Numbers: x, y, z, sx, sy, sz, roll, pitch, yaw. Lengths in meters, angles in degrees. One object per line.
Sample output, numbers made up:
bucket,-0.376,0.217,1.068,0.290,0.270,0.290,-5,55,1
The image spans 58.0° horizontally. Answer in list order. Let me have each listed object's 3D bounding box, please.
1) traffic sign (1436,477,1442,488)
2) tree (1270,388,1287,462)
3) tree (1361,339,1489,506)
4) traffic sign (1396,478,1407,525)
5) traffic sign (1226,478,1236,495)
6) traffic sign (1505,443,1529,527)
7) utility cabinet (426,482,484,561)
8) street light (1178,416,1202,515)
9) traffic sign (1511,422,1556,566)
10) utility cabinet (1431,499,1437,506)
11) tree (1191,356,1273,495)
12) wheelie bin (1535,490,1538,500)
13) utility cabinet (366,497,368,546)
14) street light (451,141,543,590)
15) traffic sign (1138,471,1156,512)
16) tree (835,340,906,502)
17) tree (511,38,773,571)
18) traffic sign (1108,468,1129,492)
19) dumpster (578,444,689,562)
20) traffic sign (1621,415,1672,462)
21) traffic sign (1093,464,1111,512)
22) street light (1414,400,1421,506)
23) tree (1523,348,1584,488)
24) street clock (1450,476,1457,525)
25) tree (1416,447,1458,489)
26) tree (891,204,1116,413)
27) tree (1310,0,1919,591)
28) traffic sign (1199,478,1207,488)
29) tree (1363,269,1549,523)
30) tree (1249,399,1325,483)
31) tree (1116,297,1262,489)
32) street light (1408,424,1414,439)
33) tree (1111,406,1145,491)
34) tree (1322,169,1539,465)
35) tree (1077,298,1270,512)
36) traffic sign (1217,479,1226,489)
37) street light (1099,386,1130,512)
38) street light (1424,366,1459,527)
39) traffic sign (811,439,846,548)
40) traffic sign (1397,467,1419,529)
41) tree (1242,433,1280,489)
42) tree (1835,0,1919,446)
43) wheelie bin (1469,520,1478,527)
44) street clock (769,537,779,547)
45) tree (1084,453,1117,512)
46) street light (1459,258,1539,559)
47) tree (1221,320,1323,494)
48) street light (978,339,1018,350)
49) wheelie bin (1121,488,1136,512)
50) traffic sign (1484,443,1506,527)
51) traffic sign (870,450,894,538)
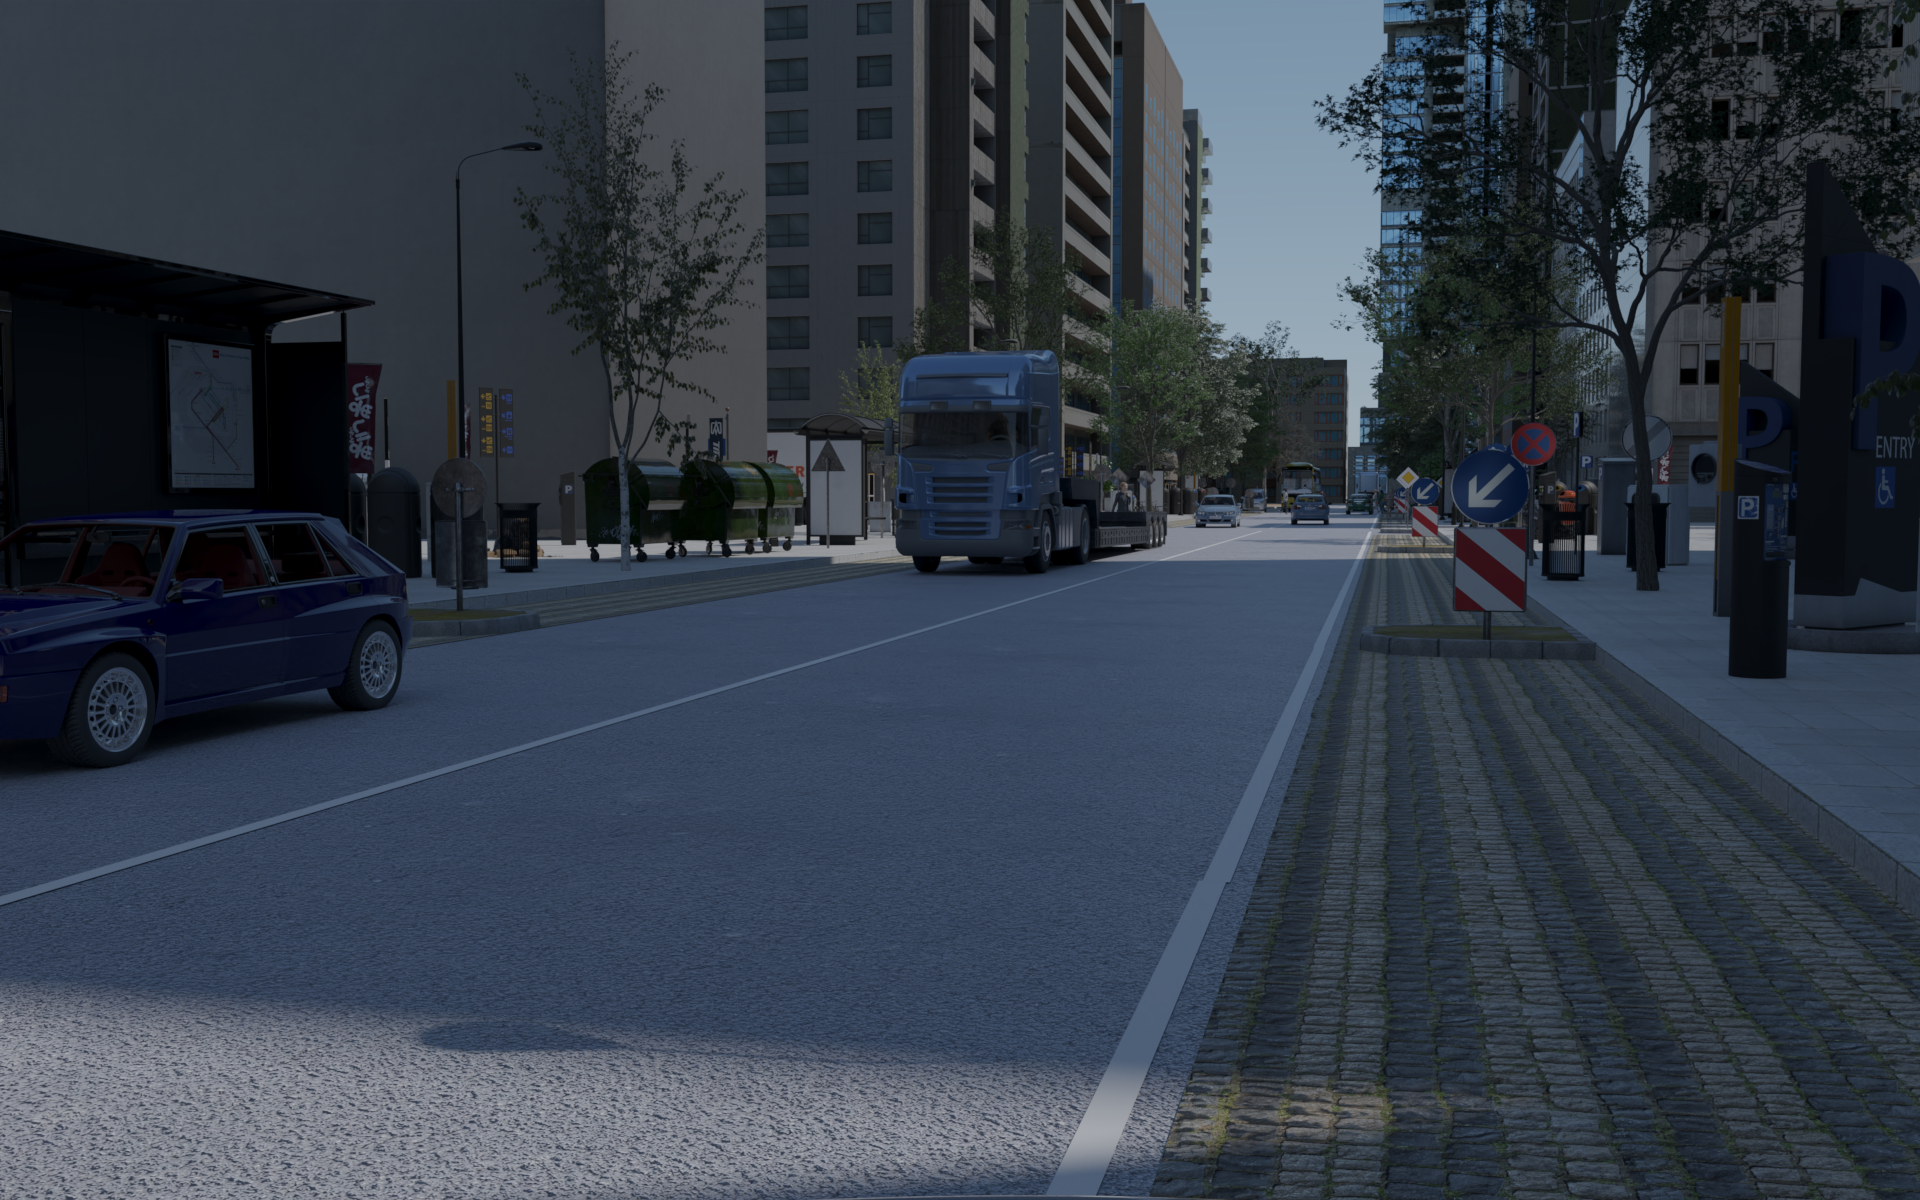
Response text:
traffic sign,31.974,-6.957,114.937,0.795,2.450,0.064,1,4,18
tree,25.448,-14.068,155.774,9.928,11.665,9.643,0,3,0
tree,35.828,-13.865,133.344,9.857,13.997,8.962,0,3,0
traffic sign,18.483,-4.169,71.810,0.795,2.450,0.064,1,4,14
traffic sign,21.625,-8.450,138.267,0.768,2.556,0.104,1,4,15
traffic sign,13.066,-2.463,40.381,0.768,2.556,0.104,2,4,23
utility cabinet,-9.477,-1.460,32.552,1.173,1.500,0.318,2,4,28
street light,13.798,-8.029,103.820,1.470,5.913,1.316,1,4,14
traffic sign,10.192,-1.879,30.829,0.768,2.556,0.104,1,4,18
utility cabinet,38.035,-7.864,139.736,1.020,1.237,0.306,1,4,22
tree,22.036,-13.760,143.103,7.486,12.596,7.792,0,3,0
wheelie bin,39.741,-6.830,119.572,0.693,1.594,0.980,0,4,5
utility cabinet,-13.621,-1.787,40.379,1.020,1.237,0.306,-2,4,-24
street light,-6.159,-3.090,23.058,1.470,5.913,1.316,1,4,14
traffic sign,8.007,-4.328,74.407,0.795,2.450,0.064,1,4,14
tree,-3.777,-8.049,81.963,4.737,8.622,4.395,0,3,0
tree,-5.459,-4.779,28.499,4.360,8.622,3.978,0,3,0
traffic sign,6.093,-3.854,66.653,0.795,2.450,0.064,1,4,14
dumpster,-6.271,-1.884,33.291,1.502,2.255,1.985,1,4,14
traffic sign,11.019,-1.697,27.857,0.768,2.556,0.104,1,4,16
traffic sign,6.072,-4.532,74.207,0.768,2.556,0.104,1,4,19
street light,23.181,-6.884,85.086,1.470,5.913,1.316,1,4,14
tree,29.231,-8.194,84.330,4.360,8.622,3.978,0,3,0
street clock,20.303,-4.072,71.152,0.358,2.002,0.471,2,4,25
tree,33.620,-8.416,121.311,4.285,4.588,4.351,0,3,0
tree,1.329,-7.488,56.836,8.767,10.594,7.601,2,4,27
tree,9.184,-5.423,23.073,8.767,10.594,7.601,0,4,1
traffic sign,18.972,-8.286,135.577,0.768,2.556,0.104,1,4,14
tree,22.231,-9.282,77.510,9.928,11.665,9.643,0,3,0
tree,40.203,-18.706,216.205,12.009,13.543,11.850,0,3,0
tree,14.515,-12.558,111.985,9.857,13.997,8.962,0,3,0
street light,30.554,-8.682,114.487,1.470,5.913,1.316,1,4,14
tree,13.493,-11.729,142.126,4.737,8.622,4.395,0,3,0
tree,28.524,-15.143,103.479,12.611,20.169,13.585,0,3,0
tree,10.004,-10.135,91.469,9.928,11.665,9.643,0,3,0
traffic sign,22.412,-9.067,148.352,0.768,2.556,0.104,1,4,22
street light,6.610,-6.253,74.774,1.470,5.913,1.316,1,4,14
street light,17.738,-5.533,63.012,1.470,5.913,1.316,1,4,14
traffic sign,-3.108,-2.493,40.761,0.884,2.594,0.081,1,4,21
traffic sign,16.570,-3.695,64.057,0.795,2.450,0.064,1,4,14
tree,28.551,-13.170,165.690,4.360,8.622,3.978,0,3,0
tree,6.393,-3.598,9.194,4.360,8.622,3.978,0,3,0
wheelie bin,18.307,-3.238,60.854,0.980,1.594,0.693,3,5,44
street clock,-4.547,-2.301,42.184,0.471,2.002,0.358,-2,4,-30
tree,6.911,-5.376,82.497,1.663,3.219,1.824,0,3,0
street light,10.714,-3.766,34.113,1.470,5.913,1.316,1,4,14
tree,34.067,-20.221,186.507,12.611,20.169,13.585,0,3,0
street light,1.054,-4.874,52.234,1.470,5.913,1.316,1,4,14
wheelie bin,8.655,-5.006,89.751,0.980,1.594,0.693,1,4,17
traffic sign,13.463,-2.659,43.587,0.768,2.556,0.104,1,4,19
traffic sign,-2.264,-3.060,50.139,0.768,2.556,0.104,1,4,23
